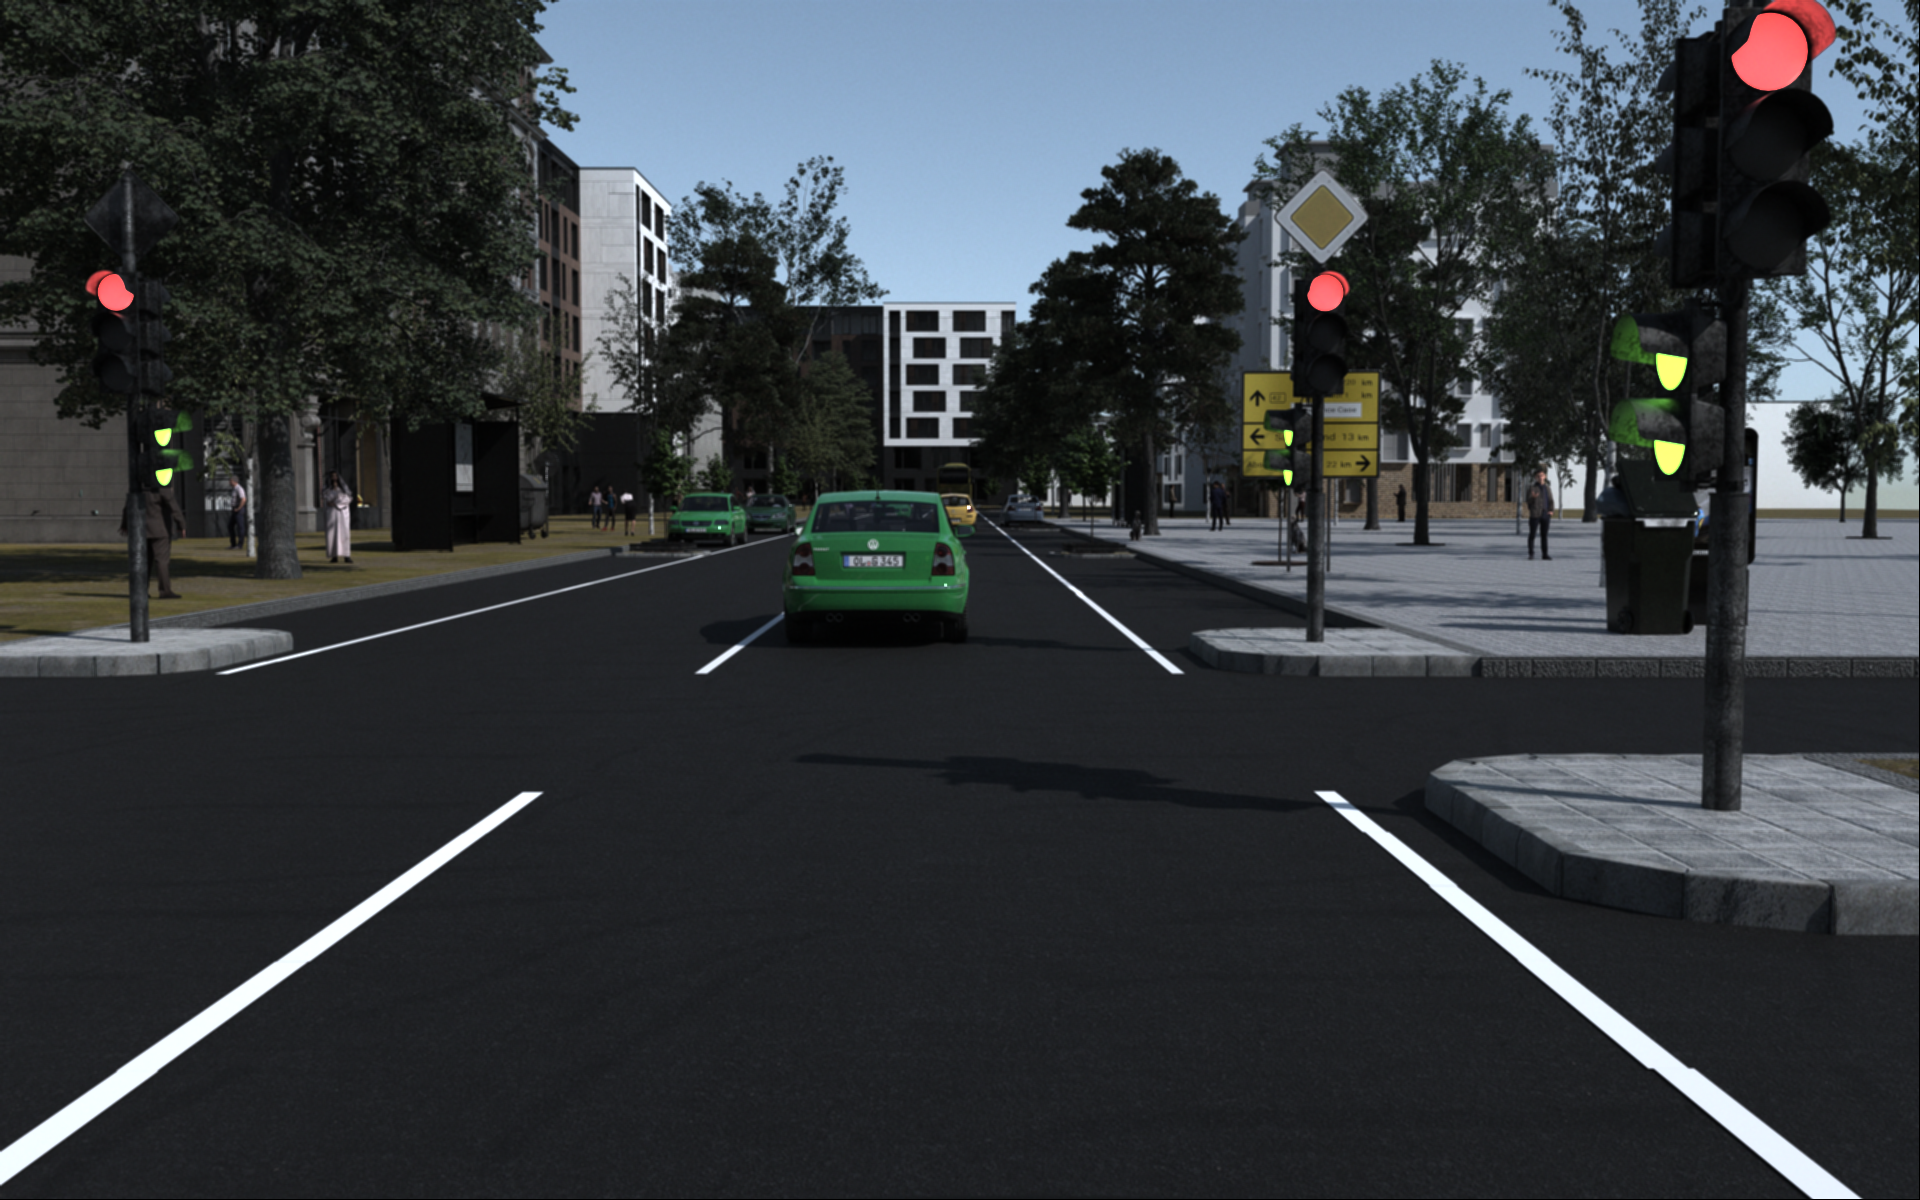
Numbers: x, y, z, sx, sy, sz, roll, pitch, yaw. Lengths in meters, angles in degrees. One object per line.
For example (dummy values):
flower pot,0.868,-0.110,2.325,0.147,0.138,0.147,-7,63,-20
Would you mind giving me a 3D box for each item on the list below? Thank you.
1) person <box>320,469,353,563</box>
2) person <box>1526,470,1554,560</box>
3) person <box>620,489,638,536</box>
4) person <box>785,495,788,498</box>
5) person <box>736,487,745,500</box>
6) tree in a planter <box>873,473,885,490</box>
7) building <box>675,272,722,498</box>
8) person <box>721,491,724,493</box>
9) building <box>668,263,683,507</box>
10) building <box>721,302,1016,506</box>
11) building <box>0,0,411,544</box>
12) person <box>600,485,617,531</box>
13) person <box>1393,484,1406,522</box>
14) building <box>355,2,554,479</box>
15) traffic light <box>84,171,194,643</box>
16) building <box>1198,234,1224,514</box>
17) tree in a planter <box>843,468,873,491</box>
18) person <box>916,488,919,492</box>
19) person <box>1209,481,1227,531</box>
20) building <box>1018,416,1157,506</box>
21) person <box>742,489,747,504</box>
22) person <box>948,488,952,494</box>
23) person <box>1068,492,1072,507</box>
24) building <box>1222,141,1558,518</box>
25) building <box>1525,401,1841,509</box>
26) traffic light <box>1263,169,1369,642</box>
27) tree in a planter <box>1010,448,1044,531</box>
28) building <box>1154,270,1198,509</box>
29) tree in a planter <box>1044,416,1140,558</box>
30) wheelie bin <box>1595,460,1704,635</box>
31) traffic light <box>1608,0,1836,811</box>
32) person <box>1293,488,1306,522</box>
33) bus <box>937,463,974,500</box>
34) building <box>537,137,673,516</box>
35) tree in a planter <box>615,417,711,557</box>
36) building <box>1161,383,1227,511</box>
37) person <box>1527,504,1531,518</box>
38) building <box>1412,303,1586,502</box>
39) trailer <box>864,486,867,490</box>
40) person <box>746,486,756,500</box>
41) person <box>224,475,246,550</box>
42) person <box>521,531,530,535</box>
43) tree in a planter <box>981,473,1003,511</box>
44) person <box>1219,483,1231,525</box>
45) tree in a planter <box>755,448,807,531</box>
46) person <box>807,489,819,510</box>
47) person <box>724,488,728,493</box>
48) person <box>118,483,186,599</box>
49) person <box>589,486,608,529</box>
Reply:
person,-11.624,-1.563,32.260,0.551,1.740,0.621,-3,5,-40
person,11.316,-1.656,33.651,0.617,1.759,0.750,0,4,2
person,-10.214,-2.699,53.363,0.799,1.438,0.628,2,4,30
person,-15.596,-9.074,155.200,0.445,1.727,0.742,-2,4,-35
person,-15.957,-7.175,123.309,1.348,1.831,0.705,-1,4,-9
tree in a planter,-7.181,-9.019,144.690,1.991,3.239,1.994,0,4,0
building,-37.009,-17.122,146.402,31.486,18.905,16.747,0,4,0
person,-19.293,-8.199,140.082,0.705,1.826,1.348,0,4,-5
building,-28.859,-16.640,128.476,16.016,20.091,11.380,0,4,0
building,-10.384,-21.691,198.629,32.646,21.610,27.936,0,4,0
building,-25.741,-11.906,45.574,10.553,20.767,40.483,0,4,0
person,-12.290,-3.221,60.571,0.647,1.594,0.662,1,4,20
person,20.199,-4.453,79.530,0.600,1.739,0.565,0,4,5
building,-27.672,-17.758,77.738,14.401,28.519,23.554,0,4,0
traffic light,-7.094,-1.569,14.901,0.839,4.213,0.868,0,4,0
building,24.117,-15.509,109.994,16.016,20.091,11.380,0,4,0
tree in a planter,-7.099,-7.329,117.055,1.991,3.239,1.994,0,4,0
person,-2.369,-5.348,96.490,0.990,1.755,0.434,0,4,6
person,8.954,-3.287,60.495,0.576,1.737,0.504,-2,4,-29
building,20.000,-15.156,189.951,28.070,9.664,9.099,0,4,0
person,-17.884,-8.470,145.246,0.721,1.735,1.217,2,4,34
person,-0.704,-6.326,112.065,0.705,1.807,1.348,0,4,5
person,10.744,-9.842,170.335,0.530,1.710,0.541,-2,4,-27
building,24.038,-14.814,98.635,16.016,20.091,11.380,0,4,0
building,63.259,-12.820,151.758,28.070,9.664,9.099,0,4,0
traffic light,3.067,-1.572,14.945,0.839,4.213,0.868,0,4,0
tree in a planter,2.958,-4.291,67.376,1.991,3.239,1.994,0,4,0
building,24.192,-17.947,149.859,16.016,20.091,11.380,0,4,0
tree in a planter,3.033,-2.594,39.627,1.991,3.239,1.994,0,4,0
wheelie bin,6.314,-0.494,15.987,0.980,1.594,0.693,0,4,-6
traffic light,3.090,-1.084,6.960,0.839,4.213,0.868,0,4,0
person,15.511,-4.383,79.160,0.566,1.644,0.517,1,4,23
bus,-0.373,-8.935,137.640,2.896,3.916,12.252,0,4,1
building,-34.241,-16.053,106.442,27.936,21.610,32.646,0,4,0
tree in a planter,-6.880,-2.638,40.355,1.991,3.239,1.994,0,4,0
building,21.323,-11.514,130.396,9.099,9.664,28.070,0,4,0
person,23.266,-3.804,70.450,0.429,1.552,0.499,1,4,22
building,50.333,-21.688,198.569,32.646,21.610,27.936,0,4,0
trailer,-7.529,-7.520,130.001,1.471,1.999,3.904,0,4,-2
person,-12.019,-5.668,99.380,0.551,1.740,0.621,-2,4,-24
person,-16.726,-2.016,39.948,0.436,1.711,0.756,-2,4,-29
person,-13.611,-2.867,54.383,0.566,1.644,0.517,-3,4,-37
tree in a planter,2.734,-8.961,143.726,1.991,3.239,1.994,0,4,0
person,10.976,-3.985,71.880,0.565,1.739,0.600,-2,4,-34
tree in a planter,-6.949,-4.313,67.733,1.991,3.239,1.994,0,4,0
person,-11.957,-8.182,140.539,1.217,1.735,0.721,1,4,18
person,-19.216,-8.320,142.089,1.348,1.823,0.705,2,4,32
person,-9.913,-0.900,21.308,0.990,1.755,0.434,1,4,21
person,-13.409,-3.420,63.911,0.435,1.587,0.963,3,4,36
